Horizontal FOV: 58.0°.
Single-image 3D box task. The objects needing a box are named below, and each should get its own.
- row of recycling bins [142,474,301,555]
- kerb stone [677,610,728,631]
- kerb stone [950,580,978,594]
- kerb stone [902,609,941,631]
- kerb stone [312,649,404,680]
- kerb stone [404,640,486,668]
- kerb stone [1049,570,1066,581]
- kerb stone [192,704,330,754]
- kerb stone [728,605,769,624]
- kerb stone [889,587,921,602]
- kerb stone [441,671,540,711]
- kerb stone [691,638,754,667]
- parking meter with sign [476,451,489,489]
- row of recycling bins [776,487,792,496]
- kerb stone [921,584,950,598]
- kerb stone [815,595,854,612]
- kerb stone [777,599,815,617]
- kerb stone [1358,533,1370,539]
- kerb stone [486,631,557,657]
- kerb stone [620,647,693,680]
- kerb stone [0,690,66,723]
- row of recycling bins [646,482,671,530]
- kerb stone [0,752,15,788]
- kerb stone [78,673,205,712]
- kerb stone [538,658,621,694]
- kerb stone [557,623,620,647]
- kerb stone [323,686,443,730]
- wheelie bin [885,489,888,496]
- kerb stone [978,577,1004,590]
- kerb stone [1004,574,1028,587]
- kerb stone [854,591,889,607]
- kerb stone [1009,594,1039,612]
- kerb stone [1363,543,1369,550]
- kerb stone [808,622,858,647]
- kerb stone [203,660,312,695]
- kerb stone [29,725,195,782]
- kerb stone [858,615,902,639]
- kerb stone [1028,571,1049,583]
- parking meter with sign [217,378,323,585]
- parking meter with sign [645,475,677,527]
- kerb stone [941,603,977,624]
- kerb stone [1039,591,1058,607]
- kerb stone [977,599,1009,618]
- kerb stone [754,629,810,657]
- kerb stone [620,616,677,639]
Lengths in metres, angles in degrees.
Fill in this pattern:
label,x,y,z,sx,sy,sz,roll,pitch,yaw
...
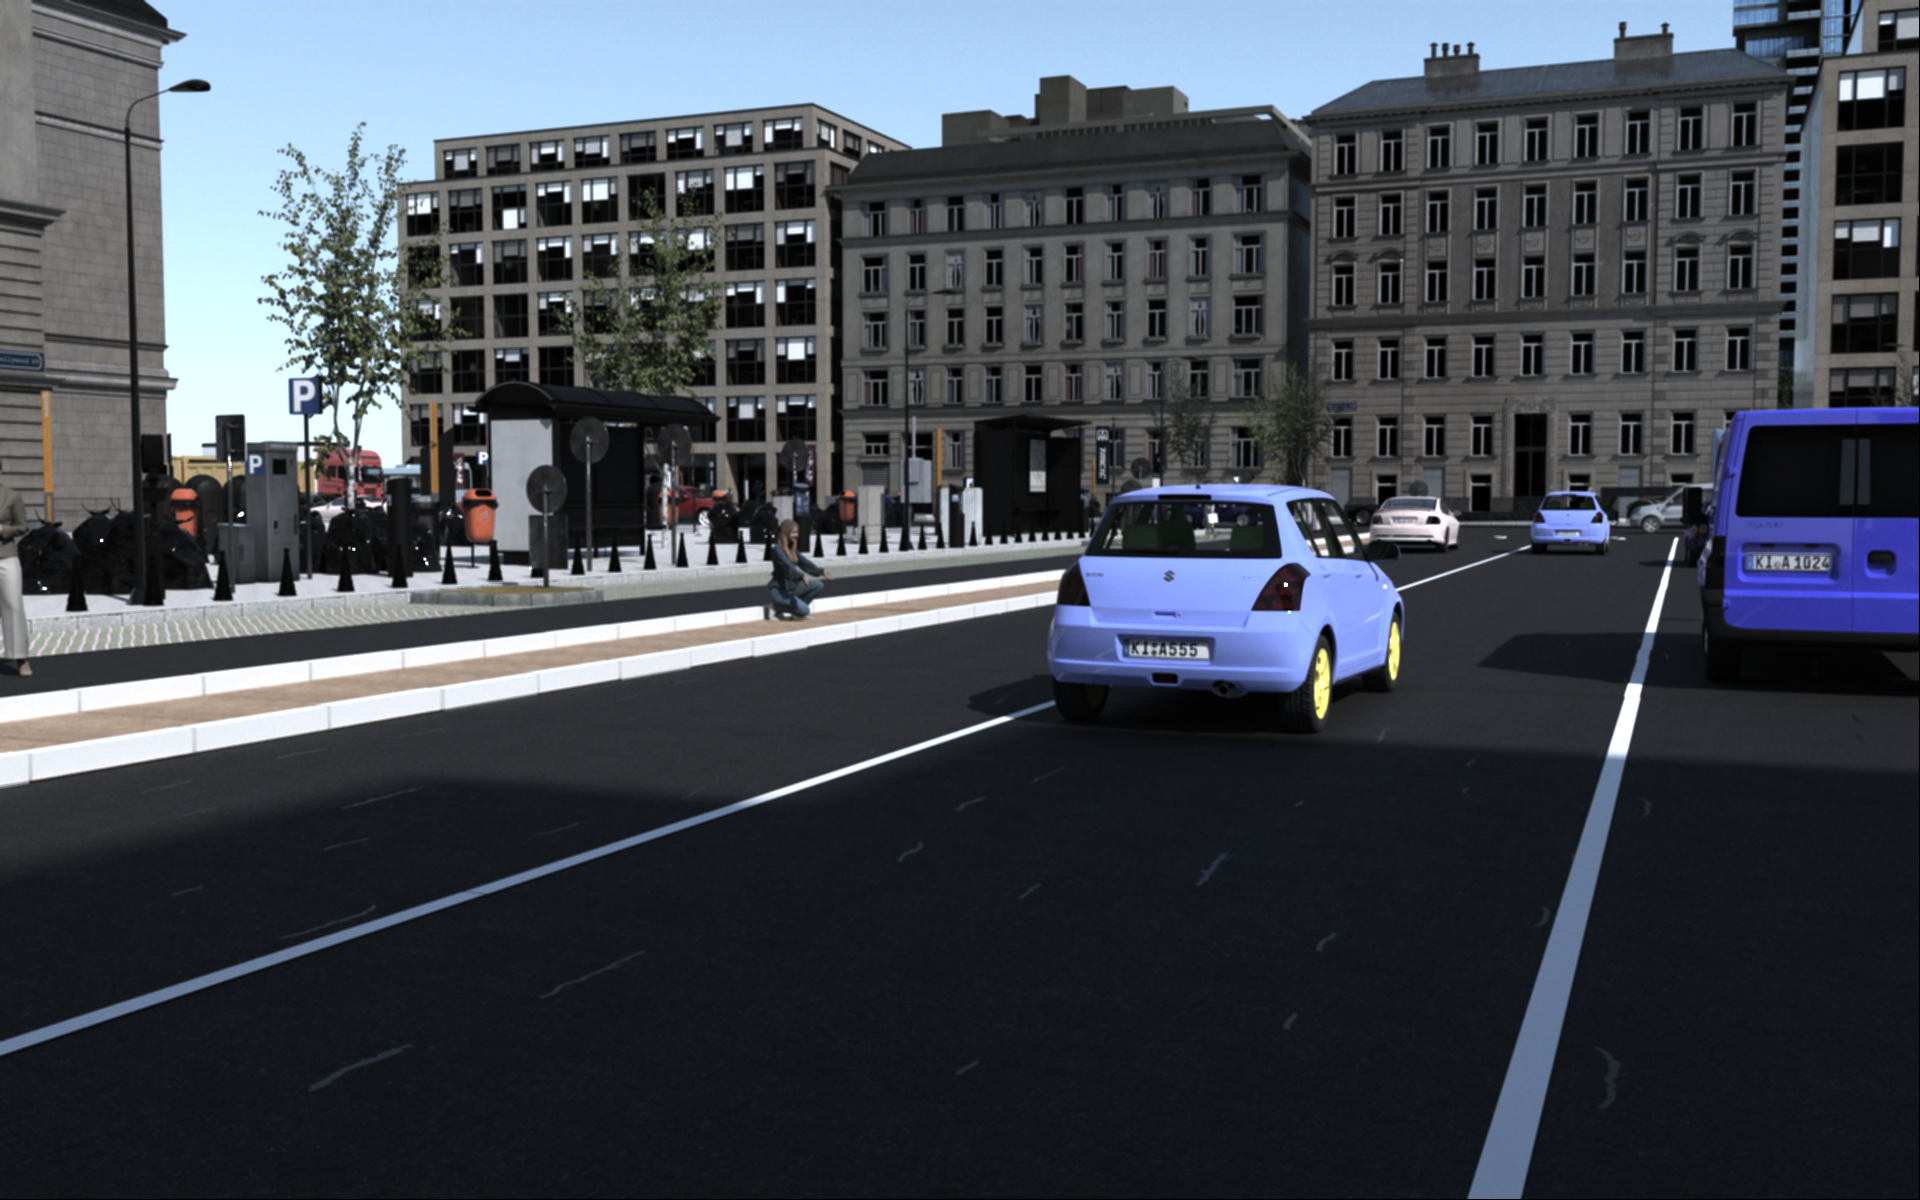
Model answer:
label,x,y,z,sx,sy,sz,roll,pitch,yaw
row of recycling bins,-15.817,-1.841,37.216,1.069,1.692,3.534,3,4,36
kerb stone,-2.810,0.229,18.444,0.120,0.150,1.000,1,4,23
kerb stone,-0.015,-0.172,25.083,0.120,0.150,1.000,1,4,23
kerb stone,-0.485,0.224,18.561,0.120,0.150,1.000,1,4,23
kerb stone,-4.811,0.519,13.714,0.120,0.150,1.000,1,4,23
kerb stone,-4.406,0.462,14.661,0.120,0.150,1.000,1,4,23
kerb stone,1.581,-0.408,28.867,0.120,0.150,1.000,1,4,23
kerb stone,-4.073,0.749,10.037,0.120,0.150,1.000,1,4,23
kerb stone,-2.410,0.171,19.392,0.120,0.150,1.000,1,4,23
kerb stone,-0.816,-0.059,23.185,0.120,0.150,1.000,1,4,23
kerb stone,-3.268,0.632,11.937,0.120,0.150,1.000,1,4,23
kerb stone,-2.080,0.454,14.776,0.120,0.150,1.000,1,4,23
parking meter with sign,-18.907,-4.522,70.199,0.543,3.016,1.738,-3,5,-44
row of recycling bins,-9.874,-5.515,97.278,1.069,1.692,3.534,0,4,-6
kerb stone,-0.425,-0.116,24.140,0.120,0.150,1.000,1,4,23
kerb stone,-1.615,0.055,21.290,0.120,0.150,1.000,1,4,23
kerb stone,-2.019,0.113,20.343,0.120,0.150,1.000,1,4,23
kerb stone,13.143,-2.086,56.348,0.120,0.150,1.000,1,4,23
kerb stone,-4.001,0.407,15.603,0.120,0.150,1.000,1,4,23
kerb stone,-2.469,0.512,13.827,0.120,0.150,1.000,1,4,23
kerb stone,-6.001,0.695,10.855,0.120,0.150,1.000,1,4,23
row of recycling bins,-11.944,-3.300,61.064,3.534,1.692,1.069,-1,4,-23
kerb stone,-4.865,0.859,8.146,0.120,0.150,1.000,1,4,23
kerb stone,-5.606,0.635,11.807,0.120,0.150,1.000,1,4,23
kerb stone,-2.873,0.570,12.884,0.120,0.150,1.000,1,4,23
kerb stone,-3.612,0.345,16.551,0.120,0.150,1.000,1,4,23
kerb stone,-3.678,0.685,10.988,0.120,0.150,1.000,1,4,23
wheelie bin,-4.483,-5.577,99.092,0.980,1.594,0.693,1,4,12
kerb stone,0.378,-0.231,26.032,0.120,0.150,1.000,1,4,23
kerb stone,0.786,-0.289,26.977,0.120,0.150,1.000,1,4,23
kerb stone,-1.218,-0.002,22.236,0.120,0.150,1.000,1,4,23
kerb stone,0.713,0.050,21.408,0.120,0.150,1.000,1,4,23
kerb stone,10.685,-1.401,45.106,0.120,0.150,1.000,1,4,23
kerb stone,-1.285,0.338,16.673,0.120,0.150,1.000,1,4,23
kerb stone,-5.210,0.577,12.762,0.120,0.150,1.000,1,4,23
kerb stone,-4.473,0.807,9.094,0.120,0.150,1.000,1,4,23
kerb stone,-0.882,0.280,17.616,0.120,0.150,1.000,1,4,23
kerb stone,1.174,-0.350,27.926,0.120,0.150,1.000,1,4,23
parking meter with sign,-10.071,-1.774,25.270,0.543,3.016,1.738,1,4,18
parking meter with sign,-12.016,-4.396,68.127,1.738,3.016,0.543,0,4,0
kerb stone,-0.088,0.164,19.508,0.120,0.150,1.000,1,4,23
kerb stone,1.118,-0.010,22.361,0.120,0.150,1.000,1,4,23
kerb stone,0.312,0.107,20.454,0.120,0.150,1.000,1,4,23
kerb stone,-1.672,0.396,15.716,0.120,0.150,1.000,1,4,23
kerb stone,-3.209,0.289,17.500,0.120,0.150,1.000,1,4,23
